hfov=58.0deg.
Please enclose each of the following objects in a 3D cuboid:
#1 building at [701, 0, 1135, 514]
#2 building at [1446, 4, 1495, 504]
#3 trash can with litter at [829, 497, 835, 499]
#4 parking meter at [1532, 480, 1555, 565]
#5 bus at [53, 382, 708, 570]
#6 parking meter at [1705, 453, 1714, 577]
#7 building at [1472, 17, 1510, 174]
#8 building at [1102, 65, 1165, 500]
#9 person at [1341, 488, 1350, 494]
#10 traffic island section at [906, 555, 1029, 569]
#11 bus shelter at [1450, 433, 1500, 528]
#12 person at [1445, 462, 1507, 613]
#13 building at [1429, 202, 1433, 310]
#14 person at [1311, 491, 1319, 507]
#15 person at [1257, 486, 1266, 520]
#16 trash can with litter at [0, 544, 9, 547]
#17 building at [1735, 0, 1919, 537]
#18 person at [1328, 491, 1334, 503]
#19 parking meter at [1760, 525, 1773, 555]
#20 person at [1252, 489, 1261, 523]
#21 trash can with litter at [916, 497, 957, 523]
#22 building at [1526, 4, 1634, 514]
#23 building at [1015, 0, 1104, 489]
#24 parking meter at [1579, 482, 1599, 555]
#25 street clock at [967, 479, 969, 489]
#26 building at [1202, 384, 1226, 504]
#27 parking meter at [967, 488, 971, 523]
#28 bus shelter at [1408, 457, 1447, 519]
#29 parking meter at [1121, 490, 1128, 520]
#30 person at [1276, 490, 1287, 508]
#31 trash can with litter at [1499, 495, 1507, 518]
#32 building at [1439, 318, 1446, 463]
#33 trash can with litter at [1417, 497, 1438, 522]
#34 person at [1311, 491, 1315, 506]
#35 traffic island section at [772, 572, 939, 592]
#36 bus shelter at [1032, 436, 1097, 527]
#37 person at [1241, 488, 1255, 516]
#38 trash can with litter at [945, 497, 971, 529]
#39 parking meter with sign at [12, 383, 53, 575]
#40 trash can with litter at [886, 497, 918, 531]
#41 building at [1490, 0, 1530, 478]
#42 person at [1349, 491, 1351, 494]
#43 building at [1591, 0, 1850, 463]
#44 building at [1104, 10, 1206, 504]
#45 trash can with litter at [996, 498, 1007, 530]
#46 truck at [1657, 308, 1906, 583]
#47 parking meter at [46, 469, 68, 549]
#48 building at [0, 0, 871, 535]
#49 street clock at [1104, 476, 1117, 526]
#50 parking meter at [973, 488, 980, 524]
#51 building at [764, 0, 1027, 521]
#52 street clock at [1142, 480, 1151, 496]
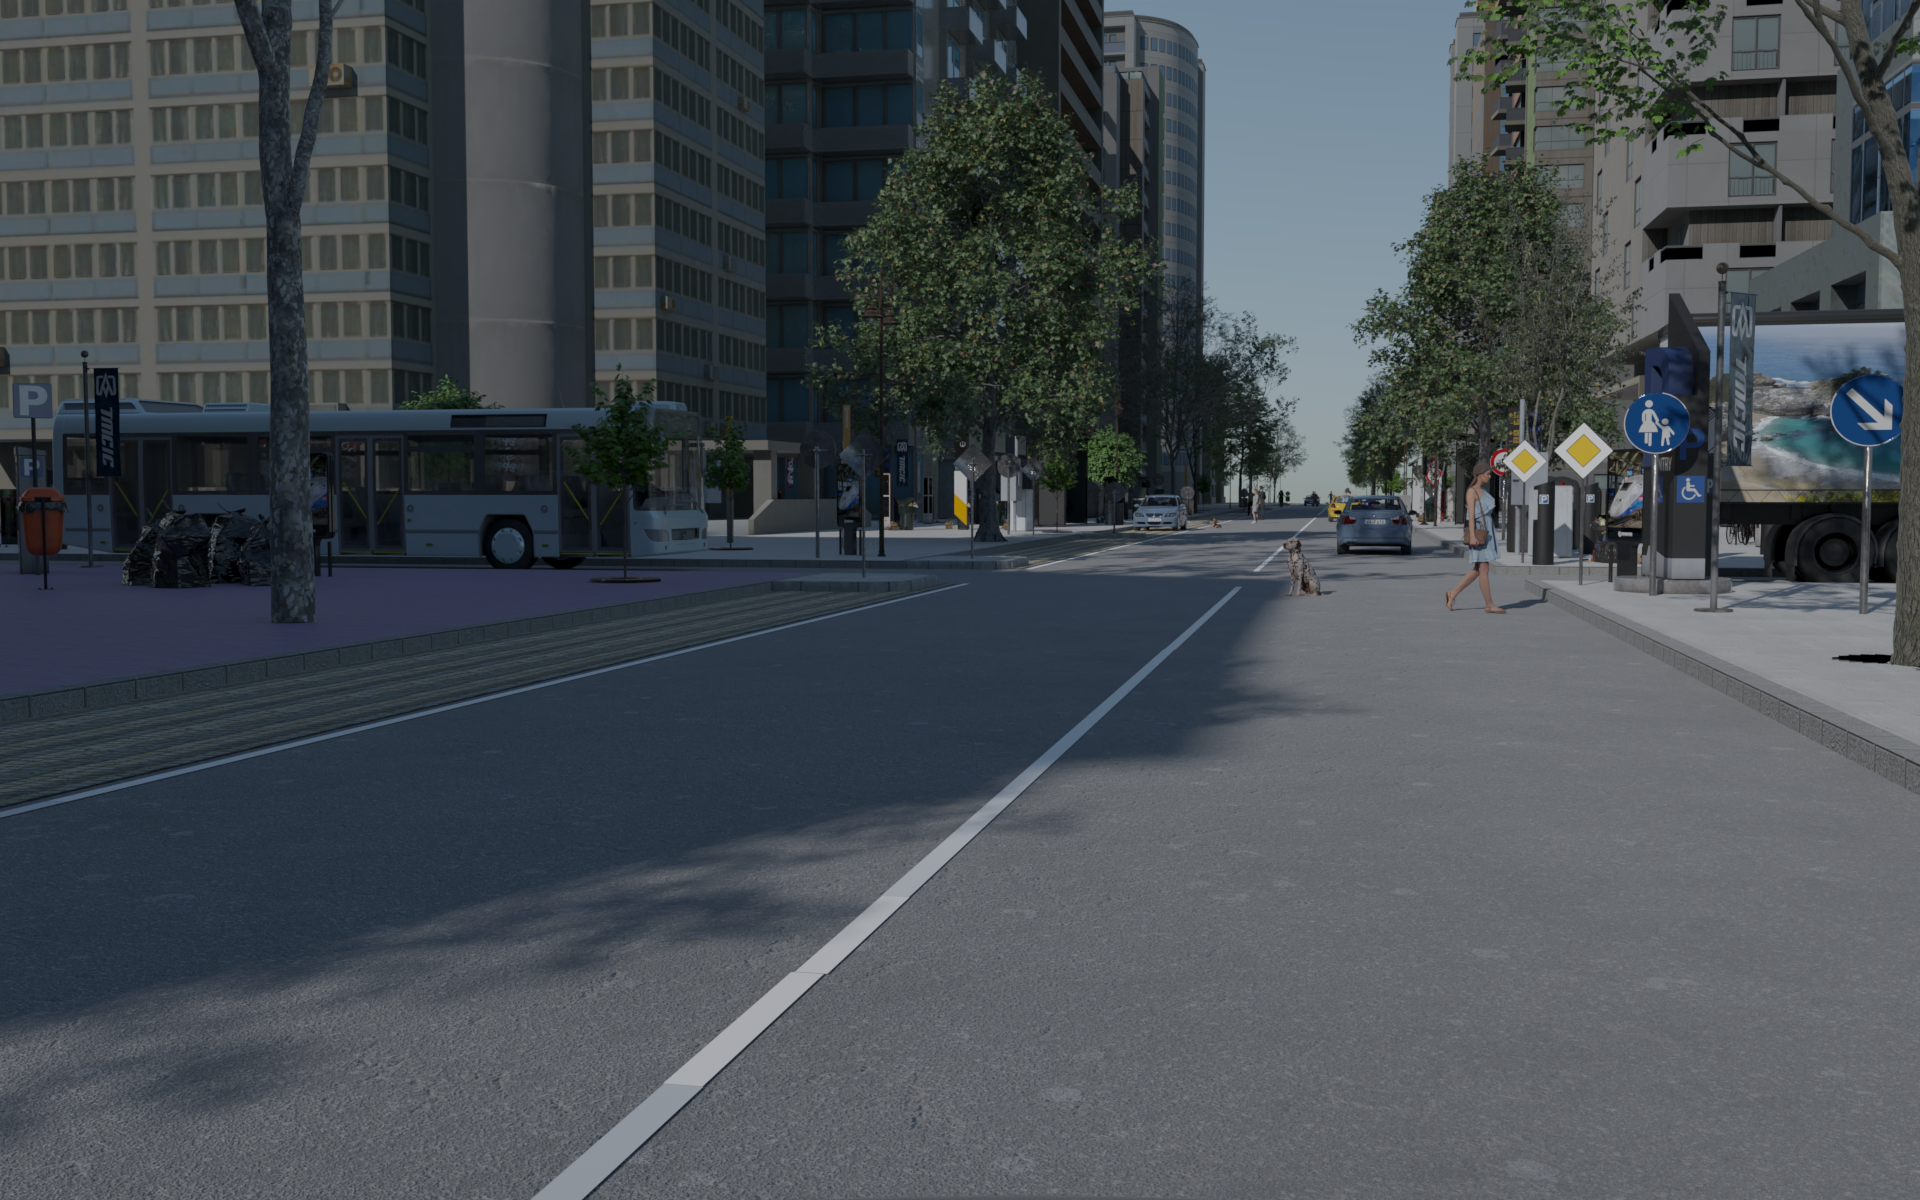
[{"bbox_3d":[-1.847,-27.753,145.644,32.217,40.220,23.993,1,4,12],"label":"building"},{"bbox_3d":[70.607,-41.016,212.610,21.231,58.520,28.212,1,4,12],"label":"building"},{"bbox_3d":[-5.604,-3.999,76.763,0.624,1.170,1.055,1,4,11],"label":"trash can with litter"},{"bbox_3d":[10.555,-1.401,31.314,0.372,1.533,0.369,0,3,0],"label":"parking meter"},{"bbox_3d":[-10.614,-2.326,32.897,13.247,3.499,2.948,1,4,13],"label":"bus"},{"bbox_3d":[10.490,-1.152,24.552,0.399,1.863,0.255,-3,4,-39],"label":"parking meter"},{"bbox_3d":[54.941,-31.222,160.585,14.600,45.320,14.200,1,4,12],"label":"building"},{"bbox_3d":[11.313,-29.274,162.229,14.154,41.232,14.086,1,4,12],"label":"building"},{"bbox_3d":[21.604,-5.410,97.226,0.793,1.790,0.793,-3,5,-39],"label":"person"},{"bbox_3d":[0.221,-0.742,34.415,2.009,0.180,2.903,1,4,12],"label":"traffic island section"},{"bbox_3d":[20.375,-4.740,68.775,1.731,3.624,6.357,1,4,13],"label":"bus shelter"},{"bbox_3d":[6.217,-0.753,20.903,0.778,1.811,0.616,3,4,38],"label":"person"},{"bbox_3d":[74.863,-36.671,249.677,14.600,45.320,14.200,1,4,12],"label":"building"},{"bbox_3d":[39.624,-11.261,193.172,0.990,1.755,0.434,0,4,-2],"label":"person"},{"bbox_3d":[16.550,-5.347,95.286,0.474,1.900,0.648,2,4,24],"label":"person"},{"bbox_3d":[-23.719,-1.858,41.436,1.678,1.210,2.233,0,4,-6],"label":"trash can with litter"},{"bbox_3d":[38.488,-44.778,44.789,31.000,86.520,22.319,1,4,12],"label":"building"},{"bbox_3d":[46.366,-12.704,216.290,1.350,1.814,0.705,-2,4,-34],"label":"person"},{"bbox_3d":[17.089,-1.719,36.515,0.372,1.533,0.369,0,3,0],"label":"parking meter"},{"bbox_3d":[14.525,-4.622,85.080,0.522,1.701,0.512,0,4,-3],"label":"person"},{"bbox_3d":[-1.111,-4.000,76.460,2.233,1.210,1.678,2,4,28],"label":"trash can with litter"},{"bbox_3d":[45.750,-26.578,118.150,14.154,41.232,14.086,1,4,12],"label":"building"},{"bbox_3d":[-1.907,-30.483,122.105,21.300,48.544,21.600,1,4,12],"label":"building"},{"bbox_3d":[13.389,-1.741,36.882,0.372,1.533,0.369,0,3,0],"label":"parking meter"},{"bbox_3d":[0.291,-4.696,81.349,0.358,2.002,0.471,0,4,3],"label":"street clock"},{"bbox_3d":[22.736,-24.443,244.686,27.650,21.520,28.899,1,4,12],"label":"building"},{"bbox_3d":[0.488,-4.147,76.216,0.372,1.533,0.369,0,3,0],"label":"parking meter"},{"bbox_3d":[24.693,-5.950,91.211,2.014,3.302,5.546,1,4,12],"label":"bus shelter"},{"bbox_3d":[8.226,-4.778,86.525,0.372,1.533,0.369,0,3,0],"label":"parking meter"},{"bbox_3d":[33.654,-10.587,181.224,1.348,1.869,0.705,3,5,44],"label":"person"},{"bbox_3d":[28.758,-4.924,91.566,1.678,1.210,2.233,-2,4,-33],"label":"trash can with litter"},{"bbox_3d":[71.435,-33.722,234.942,14.154,41.232,14.086,1,4,12],"label":"building"},{"bbox_3d":[21.333,-4.128,78.881,1.055,1.170,0.624,-3,5,-40],"label":"trash can with litter"},{"bbox_3d":[43.636,-12.576,214.097,1.348,1.826,0.705,3,5,43],"label":"person"},{"bbox_3d":[-1.498,-0.265,26.617,2.009,0.180,2.903,1,4,12],"label":"traffic island section"},{"bbox_3d":[4.262,-4.828,70.224,1.731,3.624,6.357,1,4,12],"label":"bus shelter"},{"bbox_3d":[18.738,-6.304,111.584,1.348,1.823,0.705,0,3,0],"label":"person"},{"bbox_3d":[-0.113,-3.178,63.342,1.055,1.170,0.624,0,4,1],"label":"trash can with litter"},{"bbox_3d":[-15.005,-1.943,28.022,0.543,3.016,1.738,-2,4,-30],"label":"parking meter with sign"},{"bbox_3d":[-2.045,-3.031,60.952,1.055,1.170,0.624,-2,4,-31],"label":"trash can with litter"},{"bbox_3d":[54.363,-29.608,138.721,22.147,44.769,28.867,1,4,12],"label":"building"},{"bbox_3d":[35.012,-8.975,156.037,0.742,1.727,0.445,-1,4,-18],"label":"person"},{"bbox_3d":[46.475,-30.198,82.972,28.713,52.752,27.495,1,4,12],"label":"building"},{"bbox_3d":[18.574,-41.146,214.737,21.231,58.520,28.212,1,4,12],"label":"building"},{"bbox_3d":[1.980,-3.047,61.200,1.055,1.170,0.624,1,4,21],"label":"trash can with litter"},{"bbox_3d":[16.912,-2.315,26.761,11.283,4.237,2.839,1,4,14],"label":"truck"},{"bbox_3d":[-20.900,-2.105,40.129,0.399,1.863,0.255,-1,4,-15],"label":"parking meter"},{"bbox_3d":[-20.686,-22.705,63.108,32.217,40.220,23.993,1,4,12],"label":"building"},{"bbox_3d":[6.085,-4.009,70.120,0.471,2.002,0.358,-2,4,-35],"label":"street clock"},{"bbox_3d":[0.828,-3.984,73.554,0.372,1.533,0.369,0,3,0],"label":"parking meter"},{"bbox_3d":[-8.662,-29.164,96.435,23.786,49.044,30.456,1,4,12],"label":"building"},{"bbox_3d":[9.260,-4.992,86.183,0.358,2.002,0.471,-2,4,-25],"label":"street clock"}]
